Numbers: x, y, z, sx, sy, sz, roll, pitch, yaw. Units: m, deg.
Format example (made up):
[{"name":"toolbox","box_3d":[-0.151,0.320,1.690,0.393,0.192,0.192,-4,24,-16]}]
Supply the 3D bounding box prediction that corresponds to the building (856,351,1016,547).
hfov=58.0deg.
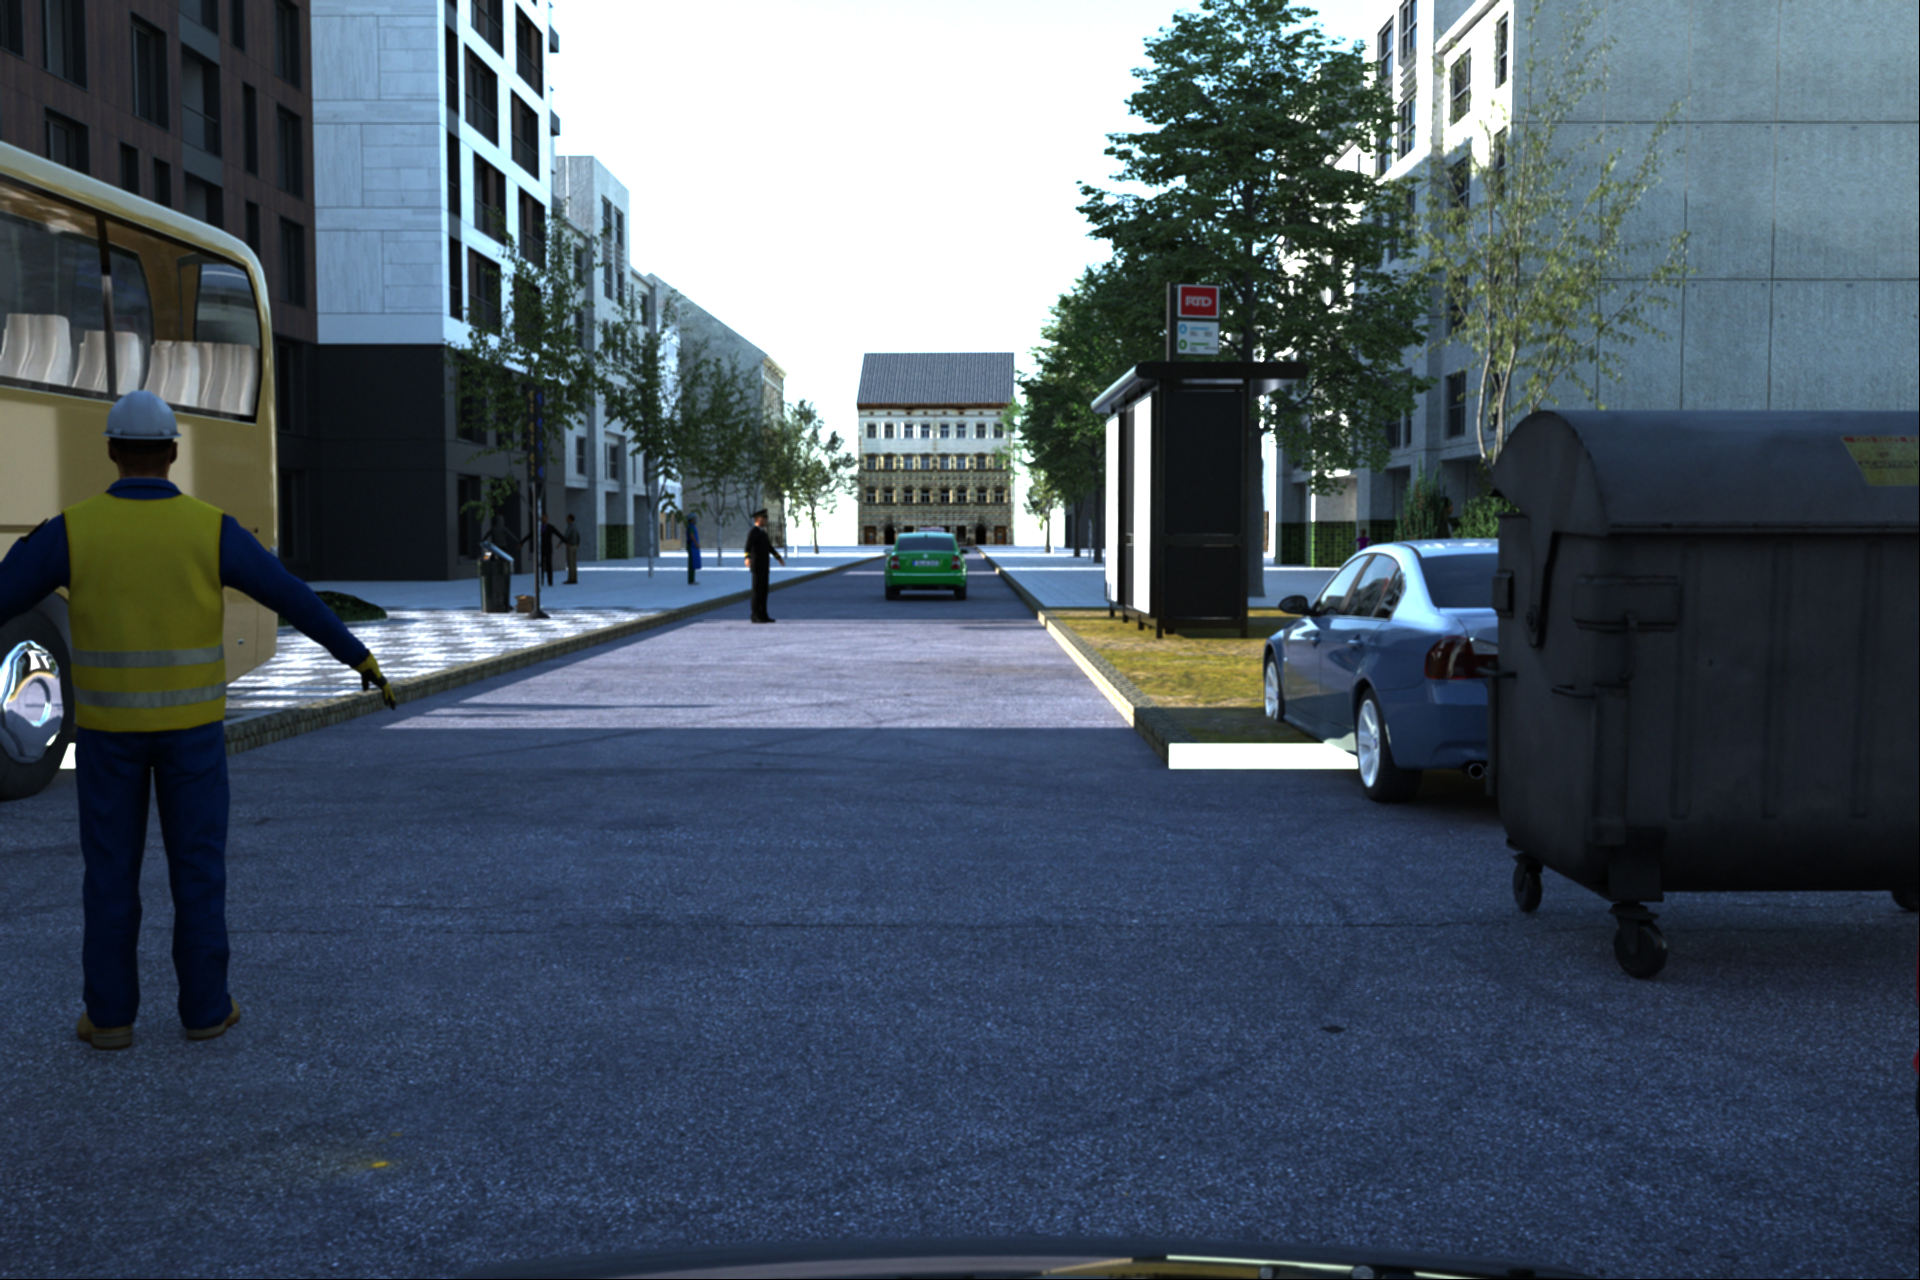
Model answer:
[{"name":"building","box_3d":[-2.457,-22.890,207.631,18.063,23.208,19.493,0,4,2]}]

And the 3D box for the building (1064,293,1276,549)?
[{"name":"building","box_3d":[23.657,-19.533,163.338,27.936,21.610,32.646,0,3,0]}]

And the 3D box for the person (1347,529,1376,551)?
[{"name":"person","box_3d":[11.576,-2.470,49.656,0.991,1.433,0.599,2,4,26]}]

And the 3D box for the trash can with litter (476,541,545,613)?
[{"name":"trash can with litter","box_3d":[-7.315,-1.028,28.197,1.055,1.170,0.624,0,4,2]}]

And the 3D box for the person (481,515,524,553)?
[{"name":"person","box_3d":[-12.992,-2.621,48.982,1.348,1.813,0.705,1,4,16]}]

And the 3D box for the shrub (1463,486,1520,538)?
[{"name":"shrub","box_3d":[5.752,-0.805,17.575,1.690,2.028,1.600,0,3,0]}]

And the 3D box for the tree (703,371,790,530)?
[{"name":"tree","box_3d":[-9.385,-7.804,77.965,4.360,8.622,3.978,0,3,0]}]

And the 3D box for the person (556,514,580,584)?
[{"name":"person","box_3d":[-10.054,-2.349,44.681,0.705,1.796,1.348,1,4,9]}]

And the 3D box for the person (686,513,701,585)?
[{"name":"person","box_3d":[-6.747,-2.308,43.860,0.704,1.817,1.347,-1,4,-12]}]

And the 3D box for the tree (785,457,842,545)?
[{"name":"tree","box_3d":[-17.680,-16.776,208.691,7.601,10.594,8.767,0,4,8]}]

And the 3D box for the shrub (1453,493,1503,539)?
[{"name":"shrub","box_3d":[8.914,-1.520,28.902,1.661,2.075,1.752,0,3,0]}]

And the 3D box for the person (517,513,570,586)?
[{"name":"person","box_3d":[-10.305,-2.246,42.945,1.346,1.802,0.704,0,4,2]}]

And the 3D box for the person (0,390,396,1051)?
[{"name":"person","box_3d":[-2.299,0.214,4.920,1.349,1.833,0.705,-2,4,-24]}]

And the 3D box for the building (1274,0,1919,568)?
[{"name":"building","box_3d":[21.830,-11.718,58.050,16.747,18.905,31.486,0,3,0]}]

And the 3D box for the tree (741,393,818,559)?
[{"name":"tree","box_3d":[-8.889,-8.526,89.770,4.360,8.622,3.978,0,3,0]}]

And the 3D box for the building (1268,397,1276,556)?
[{"name":"building","box_3d":[23.015,-9.061,90.293,9.099,9.664,28.070,0,4,0]}]

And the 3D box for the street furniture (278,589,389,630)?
[{"name":"street furniture","box_3d":[-11.307,-0.383,21.888,5.734,0.657,10.072,1,4,9]}]

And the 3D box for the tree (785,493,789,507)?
[{"name":"tree","box_3d":[-21.407,-15.409,202.295,4.360,8.622,3.978,0,3,0]}]

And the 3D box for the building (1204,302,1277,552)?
[{"name":"building","box_3d":[24.744,-17.259,138.596,16.016,20.090,11.380,0,4,1]}]

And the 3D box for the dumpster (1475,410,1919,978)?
[{"name":"dumpster","box_3d":[2.879,0.132,6.064,1.865,1.857,1.264,0,4,-1]}]

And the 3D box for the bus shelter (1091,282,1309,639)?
[{"name":"bus shelter","box_3d":[3.138,-2.917,25.328,2.179,5.291,8.768,0,4,-1]}]

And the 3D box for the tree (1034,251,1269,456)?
[{"name":"tree","box_3d":[6.617,-8.242,60.510,9.928,11.665,9.643,0,3,0]}]

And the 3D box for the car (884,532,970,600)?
[{"name":"car","box_3d":[-0.754,-1.847,38.993,1.959,1.807,4.718,0,4,-1]}]

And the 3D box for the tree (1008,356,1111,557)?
[{"name":"tree","box_3d":[6.686,-10.428,96.248,9.928,11.665,9.643,0,3,0]}]

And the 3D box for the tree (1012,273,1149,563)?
[{"name":"tree","box_3d":[5.708,-9.660,76.076,7.486,12.596,7.792,0,3,0]}]

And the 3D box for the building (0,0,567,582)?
[{"name":"building","box_3d":[-27.854,-12.254,44.327,27.936,21.610,32.646,0,4,0]}]

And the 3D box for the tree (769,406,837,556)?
[{"name":"tree","box_3d":[-9.269,-9.088,98.951,4.737,8.622,4.395,0,3,0]}]

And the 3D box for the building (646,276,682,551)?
[{"name":"building","box_3d":[-27.627,-16.636,128.417,16.016,20.090,11.380,0,4,-1]}]

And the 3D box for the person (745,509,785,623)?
[{"name":"person","box_3d":[-3.203,-1.199,27.995,0.705,1.837,1.347,1,4,19]}]

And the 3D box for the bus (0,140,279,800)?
[{"name":"bus","box_3d":[-6.246,-0.915,6.510,2.896,3.916,12.252,0,4,0]}]

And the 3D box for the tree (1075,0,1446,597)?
[{"name":"tree","box_3d":[5.670,-7.163,35.250,7.486,12.596,7.792,0,3,0]}]

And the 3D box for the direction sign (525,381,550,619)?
[{"name":"direction sign","box_3d":[-6.415,-2.091,26.191,0.379,3.537,0.876,0,4,0]}]

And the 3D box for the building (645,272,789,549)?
[{"name":"building","box_3d":[-25.850,-19.793,154.536,19.493,23.208,18.063,0,3,0]}]

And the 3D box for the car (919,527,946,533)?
[{"name":"car","box_3d":[-1.577,-5.472,98.132,2.281,1.827,5.304,0,3,0]}]

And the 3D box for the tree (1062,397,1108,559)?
[{"name":"tree","box_3d":[6.338,-8.380,87.373,4.360,8.622,3.978,0,3,0]}]

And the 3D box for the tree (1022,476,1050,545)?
[{"name":"tree","box_3d":[9.650,-15.805,208.770,4.737,8.622,4.395,0,3,0]}]

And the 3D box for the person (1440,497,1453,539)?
[{"name":"person","box_3d":[7.072,-1.168,25.248,0.704,1.843,1.345,1,4,15]}]

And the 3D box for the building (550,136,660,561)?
[{"name":"building","box_3d":[-25.427,-13.138,81.260,16.747,18.905,31.486,0,4,1]}]

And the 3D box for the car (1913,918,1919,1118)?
[{"name":"car","box_3d":[2.850,0.443,1.805,2.155,1.783,4.494,0,3,0]}]

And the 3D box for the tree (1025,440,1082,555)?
[{"name":"tree","box_3d":[5.949,-9.679,108.615,4.737,8.622,4.395,0,3,0]}]

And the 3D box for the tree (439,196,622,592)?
[{"name":"tree","box_3d":[-9.406,-5.373,38.212,4.737,8.622,4.395,0,3,0]}]

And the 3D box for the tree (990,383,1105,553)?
[{"name":"tree","box_3d":[5.879,-11.666,116.487,9.928,11.665,9.643,0,3,0]}]

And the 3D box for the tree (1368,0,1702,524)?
[{"name":"tree","box_3d":[7.065,-4.467,23.398,4.360,8.622,3.978,0,3,0]}]

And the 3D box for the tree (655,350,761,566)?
[{"name":"tree","box_3d":[-9.781,-7.280,69.391,4.737,8.622,4.395,0,3,0]}]

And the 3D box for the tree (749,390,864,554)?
[{"name":"tree","box_3d":[-9.535,-10.860,111.974,7.601,10.594,8.767,3,4,39]}]

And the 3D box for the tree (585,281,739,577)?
[{"name":"tree","box_3d":[-8.969,-6.176,51.342,4.737,8.622,4.395,0,3,0]}]

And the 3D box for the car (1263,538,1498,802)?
[{"name":"car","box_3d":[3.040,0.088,10.563,2.014,1.417,4.499,0,4,-1]}]

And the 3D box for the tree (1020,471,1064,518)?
[{"name":"tree","box_3d":[10.522,-16.331,201.426,7.601,10.594,8.767,0,4,5]}]
